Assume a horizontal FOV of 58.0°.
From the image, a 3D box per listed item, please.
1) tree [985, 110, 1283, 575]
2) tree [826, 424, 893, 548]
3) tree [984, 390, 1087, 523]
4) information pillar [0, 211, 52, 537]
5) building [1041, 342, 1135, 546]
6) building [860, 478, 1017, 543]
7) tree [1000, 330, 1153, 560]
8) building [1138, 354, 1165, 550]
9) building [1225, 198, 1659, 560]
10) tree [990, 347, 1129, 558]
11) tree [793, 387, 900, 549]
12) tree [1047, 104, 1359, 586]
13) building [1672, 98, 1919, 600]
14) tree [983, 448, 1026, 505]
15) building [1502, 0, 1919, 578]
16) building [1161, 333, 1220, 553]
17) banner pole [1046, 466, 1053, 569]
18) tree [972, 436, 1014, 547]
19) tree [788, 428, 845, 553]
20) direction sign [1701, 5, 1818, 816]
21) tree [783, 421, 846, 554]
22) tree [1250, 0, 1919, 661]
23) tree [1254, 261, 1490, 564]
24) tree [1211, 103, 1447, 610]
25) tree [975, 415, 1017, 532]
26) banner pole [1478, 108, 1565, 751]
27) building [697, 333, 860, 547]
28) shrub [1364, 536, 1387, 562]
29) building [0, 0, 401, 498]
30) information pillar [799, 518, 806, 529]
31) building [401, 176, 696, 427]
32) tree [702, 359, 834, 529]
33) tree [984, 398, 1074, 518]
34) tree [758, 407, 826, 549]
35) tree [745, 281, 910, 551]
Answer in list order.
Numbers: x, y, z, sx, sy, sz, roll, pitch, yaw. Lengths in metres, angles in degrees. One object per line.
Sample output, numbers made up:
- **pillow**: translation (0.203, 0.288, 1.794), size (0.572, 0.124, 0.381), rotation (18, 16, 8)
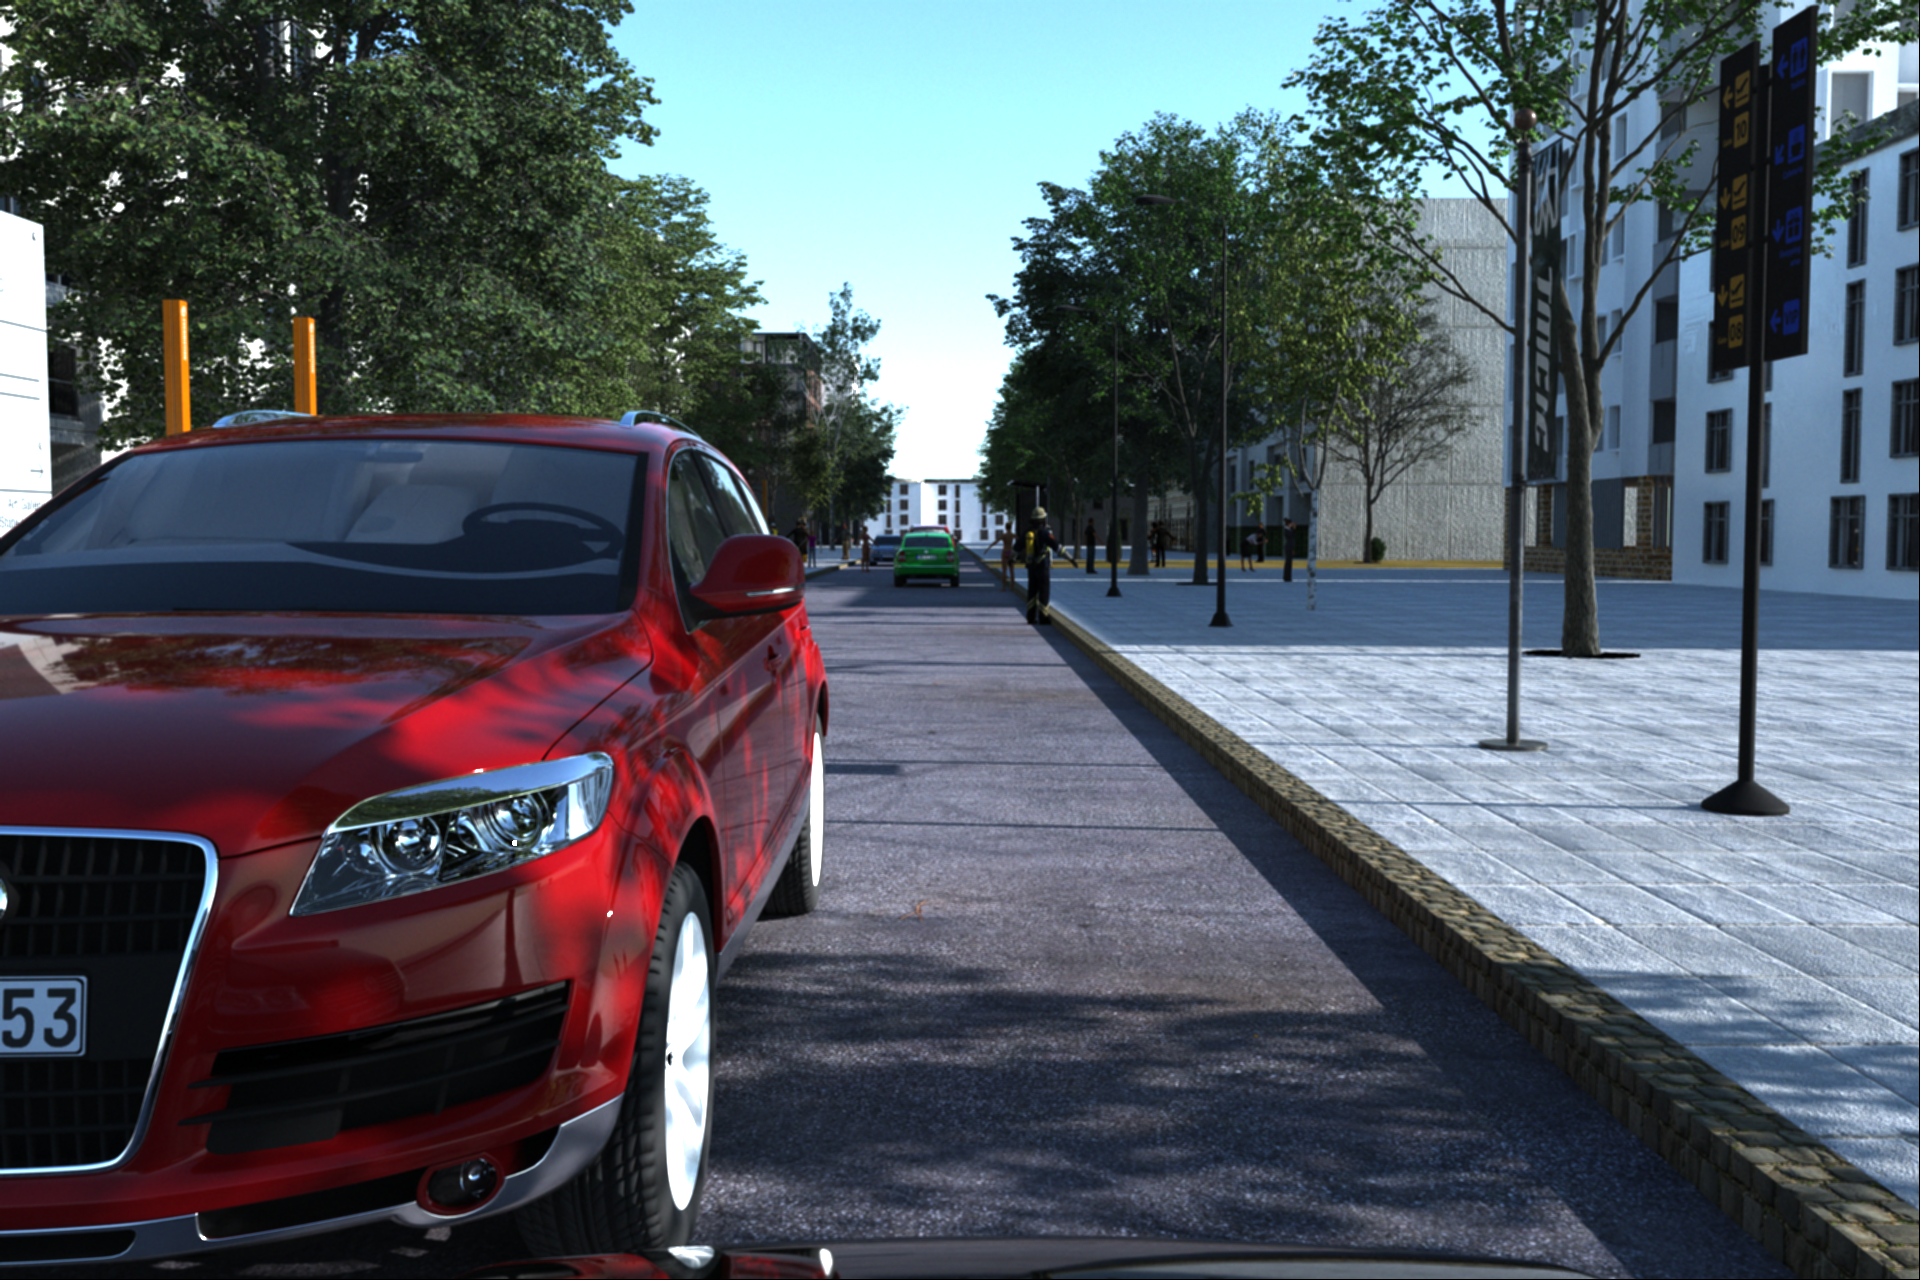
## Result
- **tree**: translation (5.640, -9.023, 54.179), size (9.857, 13.997, 8.962), rotation (0, 3, 0)
- **tree**: translation (-10.139, -15.002, 163.401), size (7.486, 12.596, 7.792), rotation (0, 3, 0)
- **tree**: translation (5.048, -11.880, 112.370), size (7.486, 12.596, 7.792), rotation (0, 3, 0)
- **information pillar**: translation (-7.033, -1.293, 12.452), size (0.184, 3.620, 1.656), rotation (0, 4, -1)
- **building**: translation (22.522, -21.823, 200.773), size (27.936, 21.610, 32.646), rotation (0, 4, -1)
- **building**: translation (-5.282, -19.286, 259.925), size (28.070, 9.664, 9.099), rotation (0, 4, 4)
- **tree**: translation (5.761, -9.790, 85.822), size (9.928, 11.665, 9.643), rotation (0, 3, 0)
- **building**: translation (24.904, -19.131, 143.717), size (19.493, 23.208, 18.063), rotation (0, 3, 0)
- **building**: translation (25.811, -14.275, 99.850), size (16.747, 18.905, 31.486), rotation (0, 3, 0)
- **tree**: translation (5.468, -10.306, 94.258), size (9.928, 11.665, 9.643), rotation (0, 3, 0)
- **tree**: translation (-9.966, -14.880, 149.950), size (9.857, 13.997, 8.962), rotation (0, 3, 0)
- **tree**: translation (6.016, -7.181, 43.167), size (9.928, 11.665, 9.643), rotation (0, 3, 0)
- **building**: translation (22.982, -5.436, 31.025), size (9.099, 9.664, 28.070), rotation (0, 3, 0)
- **tree**: translation (5.215, -12.577, 140.049), size (7.601, 10.594, 8.767), rotation (-2, 4, -28)
- **building**: translation (24.279, -12.408, 59.291), size (16.016, 20.090, 11.380), rotation (0, 4, -1)
- **building**: translation (25.085, -18.008, 125.363), size (19.493, 23.208, 18.063), rotation (0, 3, 0)
- **banner pole**: translation (3.236, -4.492, 63.456), size (0.401, 3.779, 0.863), rotation (0, 3, 0)
- **tree**: translation (4.963, -14.781, 167.418), size (9.928, 11.665, 9.643), rotation (0, 3, 0)
- **tree**: translation (-9.286, -10.196, 117.072), size (4.360, 8.622, 3.978), rotation (0, 3, 0)
- **direction sign**: translation (3.653, -0.976, 7.952), size (0.379, 3.537, 0.876), rotation (0, 4, 0)
- **tree**: translation (-9.518, -9.751, 109.789), size (4.737, 8.622, 4.395), rotation (0, 3, 0)
- **tree**: translation (6.481, -5.640, 17.969), size (9.928, 11.665, 9.643), rotation (0, 3, 0)
- **tree**: translation (17.994, -10.095, 75.426), size (12.009, 13.543, 11.850), rotation (0, 3, 0)
- **tree**: translation (6.057, -4.832, 29.370), size (4.737, 8.622, 4.395), rotation (0, 3, 0)
- **tree**: translation (5.216, -14.626, 157.263), size (7.486, 12.596, 7.792), rotation (0, 3, 0)
- **banner pole**: translation (3.329, -1.227, 10.071), size (0.401, 3.779, 0.863), rotation (0, 4, -1)
- **building**: translation (-26.049, -21.290, 192.066), size (27.936, 21.610, 32.646), rotation (0, 4, 0)
- **shrub**: translation (19.090, -4.186, 79.559), size (1.383, 1.207, 1.383), rotation (0, 3, 0)
- **building**: translation (-29.140, -11.213, 49.786), size (16.747, 18.905, 31.486), rotation (0, 4, -1)
- **information pillar**: translation (-7.289, -4.625, 80.118), size (0.304, 2.012, 0.304), rotation (0, 4, -1)
- **building**: translation (-26.119, -14.335, 100.829), size (16.747, 18.905, 31.486), rotation (0, 4, 0)
- **tree**: translation (-10.121, -9.646, 92.120), size (7.601, 10.594, 8.767), rotation (1, 4, 15)
- **tree**: translation (5.223, -12.614, 124.359), size (7.486, 12.596, 7.792), rotation (0, 3, 0)
- **tree**: translation (-9.165, -9.138, 99.761), size (4.360, 8.622, 3.978), rotation (0, 3, 0)
- **tree**: translation (-10.175, -16.904, 132.264), size (12.611, 20.169, 13.585), rotation (0, 3, 0)
